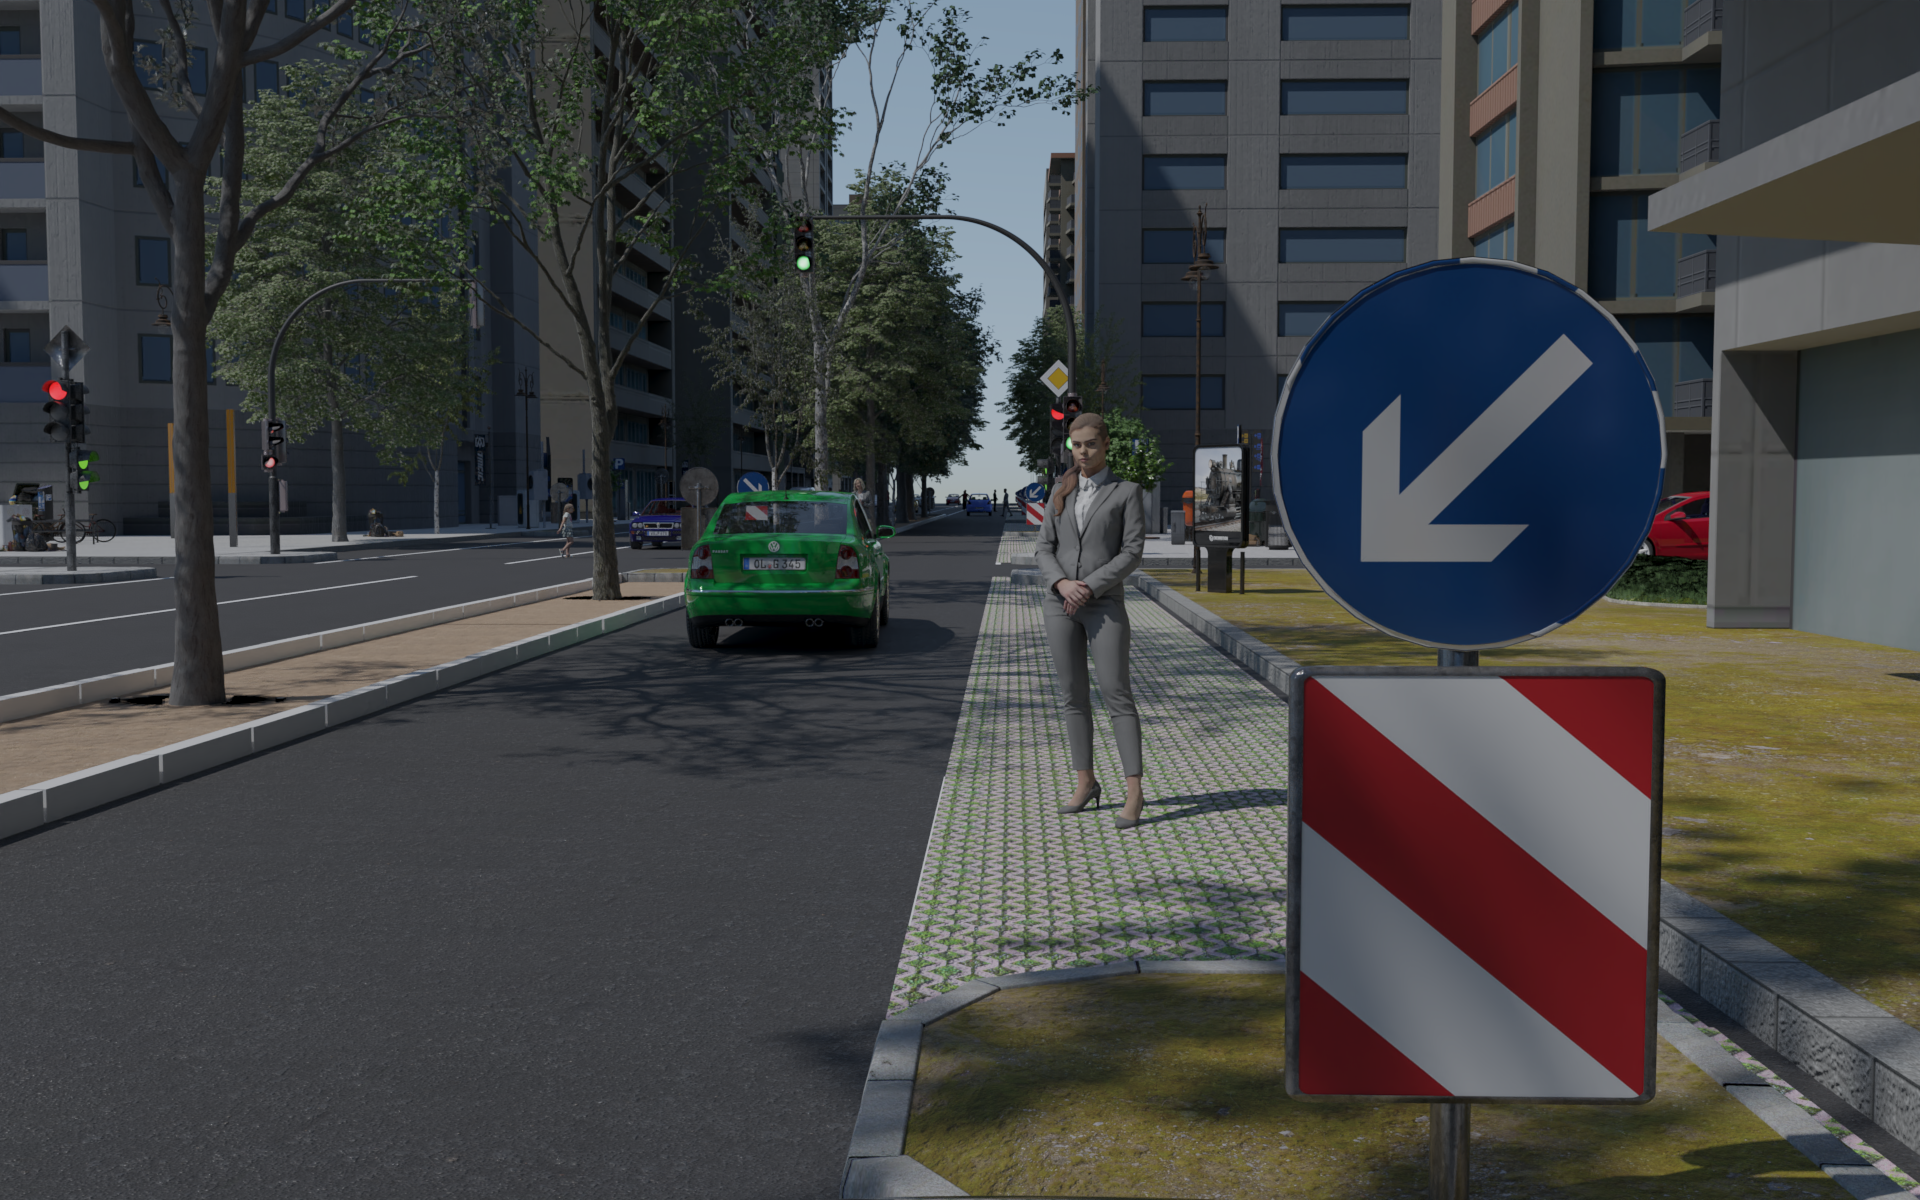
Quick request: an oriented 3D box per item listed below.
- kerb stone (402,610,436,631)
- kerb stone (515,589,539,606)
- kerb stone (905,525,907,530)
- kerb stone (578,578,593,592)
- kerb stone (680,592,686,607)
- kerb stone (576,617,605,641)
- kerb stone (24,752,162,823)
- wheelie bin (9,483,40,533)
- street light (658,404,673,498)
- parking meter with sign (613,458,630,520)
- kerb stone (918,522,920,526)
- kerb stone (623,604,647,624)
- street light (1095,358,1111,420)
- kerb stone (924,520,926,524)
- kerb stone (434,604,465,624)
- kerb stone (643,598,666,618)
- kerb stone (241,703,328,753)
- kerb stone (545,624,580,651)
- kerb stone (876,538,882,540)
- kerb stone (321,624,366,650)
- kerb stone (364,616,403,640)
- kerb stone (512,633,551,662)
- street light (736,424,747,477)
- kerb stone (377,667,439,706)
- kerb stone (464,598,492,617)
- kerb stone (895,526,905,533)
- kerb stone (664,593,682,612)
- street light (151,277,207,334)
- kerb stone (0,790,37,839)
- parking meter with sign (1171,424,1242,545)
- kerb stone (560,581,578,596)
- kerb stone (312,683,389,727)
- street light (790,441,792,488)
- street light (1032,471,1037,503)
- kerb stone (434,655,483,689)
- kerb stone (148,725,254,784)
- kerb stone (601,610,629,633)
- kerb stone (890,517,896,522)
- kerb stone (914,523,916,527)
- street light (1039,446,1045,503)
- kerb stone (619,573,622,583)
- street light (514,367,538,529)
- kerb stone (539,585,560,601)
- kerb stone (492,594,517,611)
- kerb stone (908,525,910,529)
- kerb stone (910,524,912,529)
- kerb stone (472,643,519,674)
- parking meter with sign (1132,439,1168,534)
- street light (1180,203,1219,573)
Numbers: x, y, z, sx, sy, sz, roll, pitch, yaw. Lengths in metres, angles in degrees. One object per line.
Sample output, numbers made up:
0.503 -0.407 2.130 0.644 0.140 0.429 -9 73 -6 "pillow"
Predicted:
-5.812 0.235 18.363 0.120 0.150 1.000 0 4 2 "kerb stone"
-5.682 -0.016 22.453 0.120 0.150 1.000 0 4 2 "kerb stone"
-2.245 -2.736 66.983 0.120 0.150 1.000 0 4 2 "kerb stone"
-5.603 -0.197 25.532 0.120 0.150 1.000 0 4 2 "kerb stone"
-3.585 -0.012 22.400 0.120 0.150 1.000 0 4 2 "kerb stone"
-3.746 0.301 17.268 0.120 0.150 1.000 0 4 2 "kerb stone"
-4.020 0.868 8.037 0.120 0.150 1.000 0 4 2 "kerb stone"
-26.460 -2.530 49.271 0.693 1.594 0.980 3 4 38 "wheelie bin"
-15.085 -7.100 88.865 0.468 5.910 1.993 0 4 2 "street light"
-16.528 -5.420 84.878 0.543 3.016 1.738 0 3 0 "parking meter with sign"
-1.970 -3.303 76.199 0.120 0.150 1.000 0 4 2 "kerb stone"
-3.682 0.176 19.326 0.120 0.150 1.000 0 4 2 "kerb stone"
4.850 -5.267 58.899 0.468 5.910 1.993 0 4 2 "street light"
-1.816 -3.618 81.344 0.120 0.150 1.000 0 4 2 "kerb stone"
-5.784 0.172 19.385 0.120 0.150 1.000 0 4 2 "kerb stone"
-3.648 0.113 20.347 0.120 0.150 1.000 0 4 2 "kerb stone"
-3.954 0.748 10.086 0.120 0.150 1.000 0 4 2 "kerb stone"
-3.774 0.364 16.241 0.120 0.150 1.000 0 4 2 "kerb stone"
-2.557 -2.111 56.711 0.120 0.150 1.000 0 4 2 "kerb stone"
-5.869 0.359 16.319 0.120 0.150 1.000 0 4 2 "kerb stone"
-5.835 0.297 17.341 0.120 0.150 1.000 0 4 2 "kerb stone"
-3.806 0.429 15.217 0.120 0.150 1.000 0 4 2 "kerb stone"
-14.321 -8.612 113.593 0.468 5.910 1.993 0 4 2 "street light"
-3.897 0.615 12.146 0.120 0.150 1.000 0 4 2 "kerb stone"
-5.749 0.109 20.406 0.120 0.150 1.000 0 4 2 "kerb stone"
-2.274 -2.675 65.961 0.120 0.150 1.000 0 4 2 "kerb stone"
-3.618 0.050 21.373 0.120 0.150 1.000 0 4 2 "kerb stone"
-16.652 -3.932 37.071 0.468 5.910 1.993 0 4 2 "street light"
-4.050 0.930 7.013 0.120 0.150 1.000 0 4 2 "kerb stone"
6.199 -2.898 43.635 1.738 3.016 0.543 0 4 5 "parking meter with sign"
-5.621 -0.141 24.510 0.120 0.150 1.000 0 4 2 "kerb stone"
-3.924 0.681 11.120 0.120 0.150 1.000 0 4 2 "kerb stone"
-13.558 -10.170 139.062 0.468 5.910 1.993 0 4 2 "street light"
9.661 -15.059 218.995 0.468 5.910 1.993 0 4 2 "street light"
-3.862 0.558 13.168 0.120 0.150 1.000 0 4 2 "kerb stone"
-3.985 0.808 9.062 0.120 0.150 1.000 0 4 2 "kerb stone"
-3.700 0.238 18.299 0.120 0.150 1.000 0 4 2 "kerb stone"
-3.550 -4.366 93.722 0.120 0.150 1.000 0 4 2 "kerb stone"
-2.063 -3.115 73.128 0.120 0.150 1.000 0 4 2 "kerb stone"
7.865 -11.548 161.594 0.468 5.910 1.993 0 4 2 "street light"
-5.526 -0.330 27.595 0.120 0.150 1.000 0 4 2 "kerb stone"
-15.730 -5.514 62.941 0.468 5.910 1.993 0 4 2 "street light"
-5.655 -0.079 23.488 0.120 0.150 1.000 0 4 2 "kerb stone"
-5.721 0.049 21.429 0.120 0.150 1.000 0 4 2 "kerb stone"
-2.191 -2.865 69.040 0.120 0.150 1.000 0 4 2 "kerb stone"
-2.150 -2.924 70.061 0.120 0.150 1.000 0 4 2 "kerb stone"
-3.835 0.491 14.194 0.120 0.150 1.000 0 4 2 "kerb stone"
6.122 -3.619 55.424 0.543 3.016 1.738 2 4 30 "parking meter with sign"
3.836 -3.369 27.878 0.468 5.910 1.993 0 4 2 "street light"
